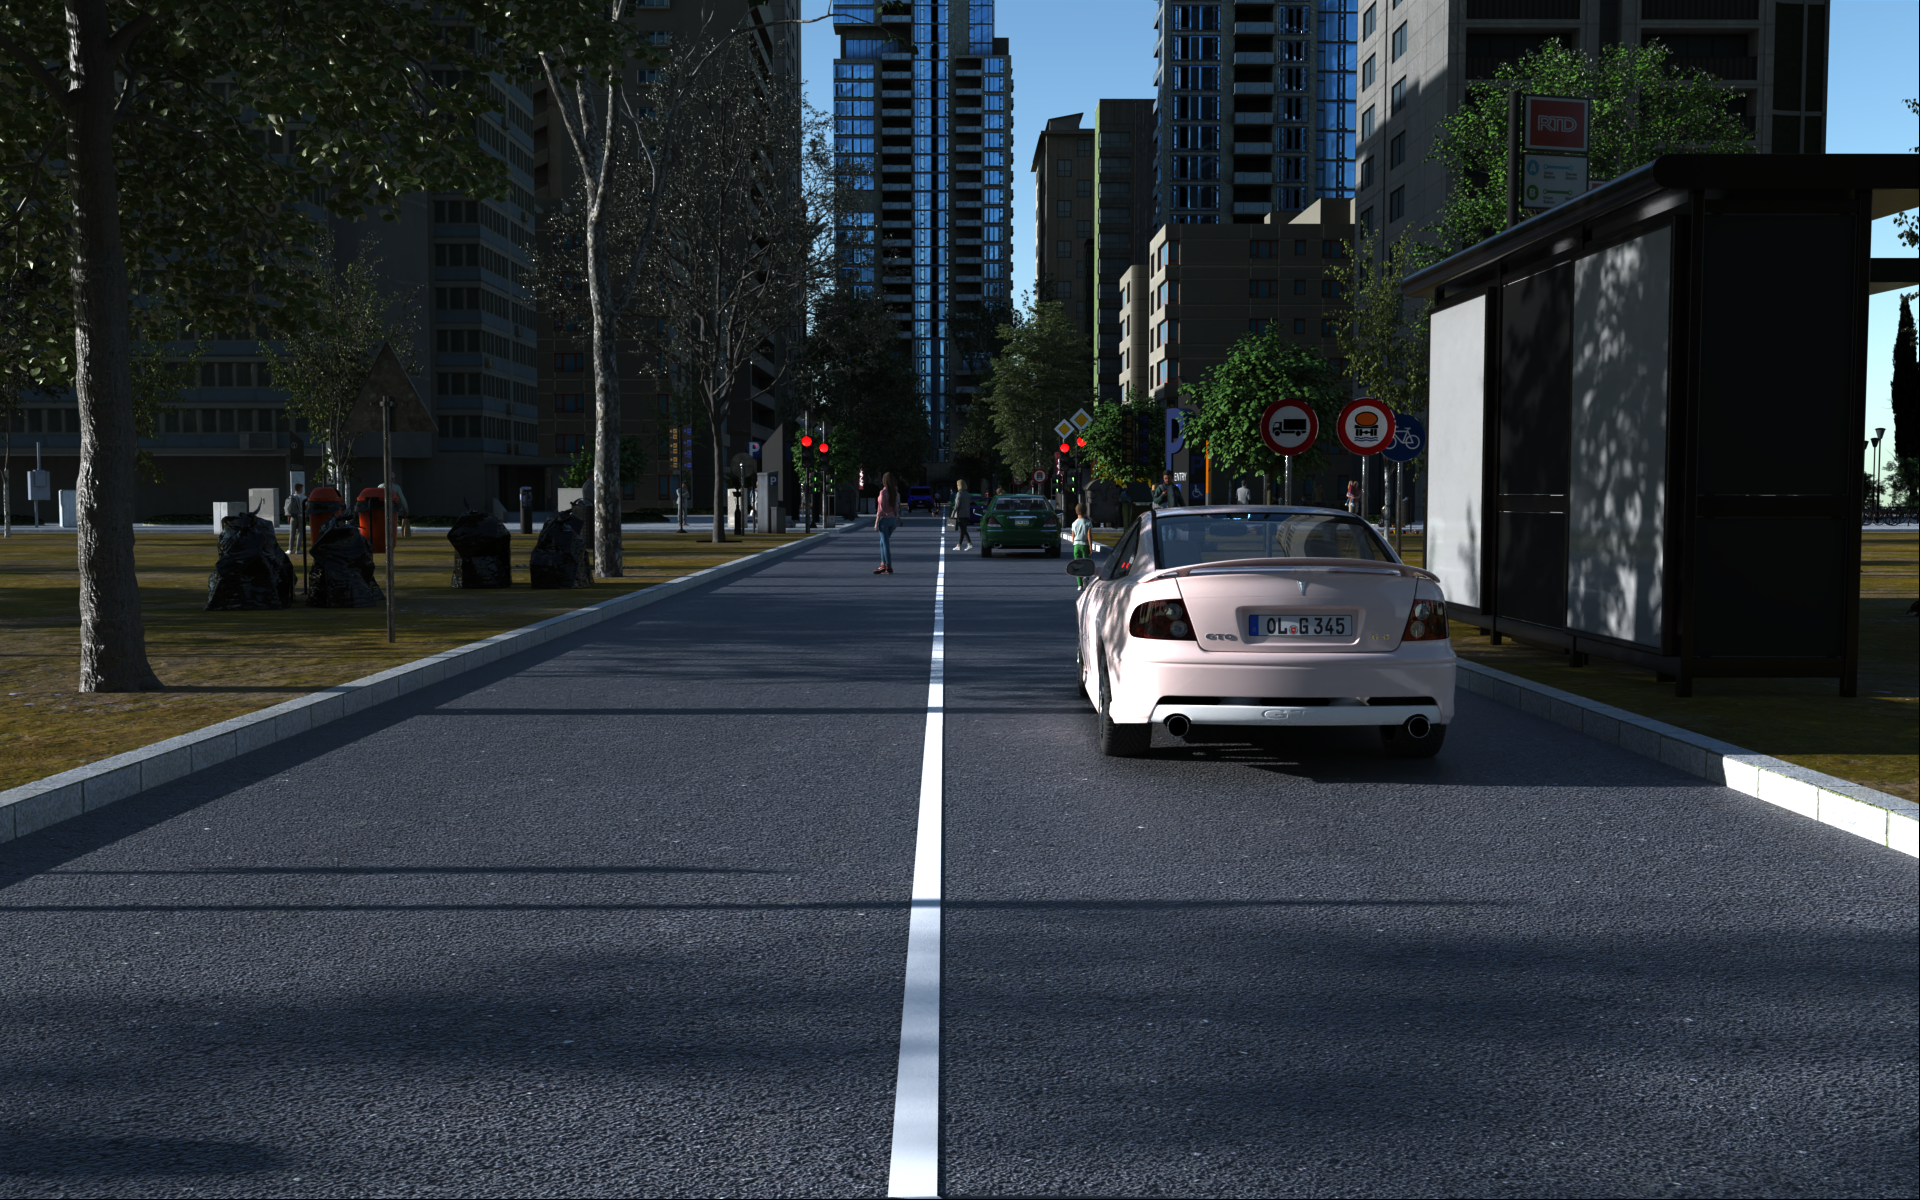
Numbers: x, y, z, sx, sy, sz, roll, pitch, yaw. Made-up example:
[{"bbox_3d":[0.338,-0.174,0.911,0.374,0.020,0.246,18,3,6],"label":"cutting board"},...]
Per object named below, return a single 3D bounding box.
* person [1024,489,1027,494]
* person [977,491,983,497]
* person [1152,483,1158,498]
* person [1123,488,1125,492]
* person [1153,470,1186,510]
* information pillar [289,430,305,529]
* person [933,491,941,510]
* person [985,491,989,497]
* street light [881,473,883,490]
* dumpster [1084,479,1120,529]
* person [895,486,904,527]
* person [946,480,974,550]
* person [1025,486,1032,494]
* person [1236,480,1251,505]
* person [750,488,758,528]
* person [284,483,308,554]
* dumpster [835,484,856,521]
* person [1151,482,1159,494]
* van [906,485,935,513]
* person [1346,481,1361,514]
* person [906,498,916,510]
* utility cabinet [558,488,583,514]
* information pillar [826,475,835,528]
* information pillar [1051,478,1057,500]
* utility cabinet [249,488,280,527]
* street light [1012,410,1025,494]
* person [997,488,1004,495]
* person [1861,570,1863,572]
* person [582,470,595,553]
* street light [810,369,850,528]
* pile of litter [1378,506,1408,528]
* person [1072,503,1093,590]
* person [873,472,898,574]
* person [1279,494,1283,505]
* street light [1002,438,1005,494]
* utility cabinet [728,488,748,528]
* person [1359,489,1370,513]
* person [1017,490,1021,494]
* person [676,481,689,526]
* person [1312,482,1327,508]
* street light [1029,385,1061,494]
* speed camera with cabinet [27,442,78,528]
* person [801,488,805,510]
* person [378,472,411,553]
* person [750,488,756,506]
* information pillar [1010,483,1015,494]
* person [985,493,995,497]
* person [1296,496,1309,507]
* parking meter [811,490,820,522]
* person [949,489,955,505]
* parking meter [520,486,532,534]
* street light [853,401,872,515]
[{"bbox_3d":[7.837,-12.164,204.890,1.348,1.831,0.705,2,4,29],"label":"person"},{"bbox_3d":[1.532,-8.397,146.519,1.217,1.735,0.721,0,4,-4],"label":"person"},{"bbox_3d":[7.025,-3.066,58.845,1.509,1.804,0.699,-1,4,-15],"label":"person"},{"bbox_3d":[12.012,-7.257,125.527,0.643,1.720,0.563,-1,4,-11],"label":"person"},{"bbox_3d":[4.319,-1.802,35.849,0.623,1.781,0.721,-2,4,-28],"label":"person"},{"bbox_3d":[-24.275,-4.408,63.425,0.504,3.616,0.183,-2,4,-32],"label":"information pillar"},{"bbox_3d":[-2.096,-9.234,160.408,0.756,1.711,0.436,1,4,23],"label":"person"},{"bbox_3d":[3.545,-12.796,215.980,1.217,1.743,0.721,3,5,44],"label":"person"},{"bbox_3d":[-5.274,-8.303,108.295,1.470,5.913,1.316,0,4,0],"label":"street light"},{"bbox_3d":[5.276,-3.573,64.181,1.264,1.857,1.865,0,4,-1],"label":"dumpster"},{"bbox_3d":[-2.822,-4.117,76.171,0.624,1.780,0.694,3,5,42],"label":"person"},{"bbox_3d":[0.028,-2.162,44.029,0.728,1.800,0.709,3,4,37],"label":"person"},{"bbox_3d":[4.541,-6.666,115.127,0.850,1.850,0.679,-3,5,-40],"label":"person"},{"bbox_3d":[10.588,-3.562,64.482,0.606,1.804,0.583,2,4,32],"label":"person"},{"bbox_3d":[-7.473,-3.561,64.618,0.694,1.780,0.624,-1,4,-17],"label":"person"},{"bbox_3d":[-14.215,-1.739,37.064,0.503,1.515,0.523,-3,4,-37],"label":"person"},{"bbox_3d":[-5.678,-4.720,82.932,1.264,1.857,1.865,0,4,0],"label":"dumpster"},{"bbox_3d":[8.840,-4.455,78.730,0.661,1.843,0.795,-3,4,-36],"label":"person"},{"bbox_3d":[-3.142,-8.068,136.289,2.240,2.365,5.245,0,4,-2],"label":"van"},{"bbox_3d":[16.018,-3.951,70.623,0.573,1.828,0.580,3,5,43],"label":"person"},{"bbox_3d":[-4.246,-9.125,157.634,1.348,1.831,0.705,0,4,-7],"label":"person"},{"bbox_3d":[-14.615,-3.481,65.594,1.173,1.500,0.318,1,4,15],"label":"utility cabinet"},{"bbox_3d":[-4.958,-3.765,66.058,0.304,2.012,0.304,-2,4,-33],"label":"information pillar"},{"bbox_3d":[4.432,-4.711,81.515,0.304,2.012,0.304,0,4,0],"label":"information pillar"},{"bbox_3d":[-26.430,-3.491,65.765,1.173,1.500,0.318,1,4,21],"label":"utility cabinet"},{"bbox_3d":[3.554,-7.527,95.607,1.470,5.913,1.316,0,4,0],"label":"street light"},{"bbox_3d":[1.127,-2.355,48.808,0.330,1.601,0.589,2,4,30],"label":"person"},{"bbox_3d":[14.726,-1.377,28.656,0.391,1.810,0.635,2,4,23],"label":"person"},{"bbox_3d":[-7.992,-1.930,37.708,0.767,1.812,0.694,-1,4,-20],"label":"person"},{"bbox_3d":[-4.954,-5.632,64.632,1.470,5.913,1.316,0,4,0],"label":"street light"},{"bbox_3d":[16.744,-3.240,66.936,1.176,0.858,1.719,3,4,39],"label":"pile of litter"},{"bbox_3d":[1.809,-0.786,25.603,0.306,1.304,0.590,0,4,1],"label":"person"},{"bbox_3d":[-1.310,-1.379,31.058,0.388,1.821,0.555,2,4,27],"label":"person"},{"bbox_3d":[18.822,-5.594,101.758,0.590,1.304,0.306,-3,5,-41],"label":"person"},{"bbox_3d":[3.261,-8.879,117.715,1.470,5.913,1.316,0,4,0],"label":"street light"},{"bbox_3d":[-8.451,-3.489,65.720,0.318,1.500,1.173,-2,4,-31],"label":"utility cabinet"},{"bbox_3d":[21.503,-5.247,91.933,0.635,1.810,0.391,2,4,25],"label":"person"},{"bbox_3d":[4.931,-8.732,148.820,1.348,1.822,0.705,-2,4,-33],"label":"person"},{"bbox_3d":[-11.260,-3.933,70.535,0.466,1.800,0.511,3,4,39],"label":"person"},{"bbox_3d":[17.258,-4.718,83.091,0.656,1.842,0.836,-1,4,-18],"label":"person"},{"bbox_3d":[3.724,-6.193,73.801,1.470,5.913,1.316,0,4,0],"label":"street light"},{"bbox_3d":[-34.679,-4.422,66.640,2.038,3.252,0.660,-3,4,-38],"label":"speed camera with cabinet"},{"bbox_3d":[-12.399,-7.994,137.496,0.466,1.731,0.760,1,4,13],"label":"person"},{"bbox_3d":[-12.347,-1.906,37.684,0.782,1.767,0.515,0,4,-8],"label":"person"},{"bbox_3d":[-16.297,-7.968,136.590,0.793,1.790,0.793,1,4,14],"label":"person"},{"bbox_3d":[3.483,-6.757,114.973,0.304,2.012,0.304,1,4,21],"label":"information pillar"},{"bbox_3d":[3.571,-12.071,204.124,1.217,1.735,0.721,-1,4,-15],"label":"person"},{"bbox_3d":[20.181,-5.549,102.262,1.012,1.151,0.738,1,4,23],"label":"person"},{"bbox_3d":[-6.516,-4.440,78.302,0.399,1.863,0.255,0,4,0],"label":"parking meter"},{"bbox_3d":[-0.555,-7.895,137.446,0.638,1.841,0.748,-2,4,-32],"label":"person"},{"bbox_3d":[-13.912,-2.883,55.540,0.372,1.533,0.369,0,3,0],"label":"parking meter"},{"bbox_3d":[-5.112,-6.969,86.488,1.470,5.913,1.316,0,4,0],"label":"street light"}]
